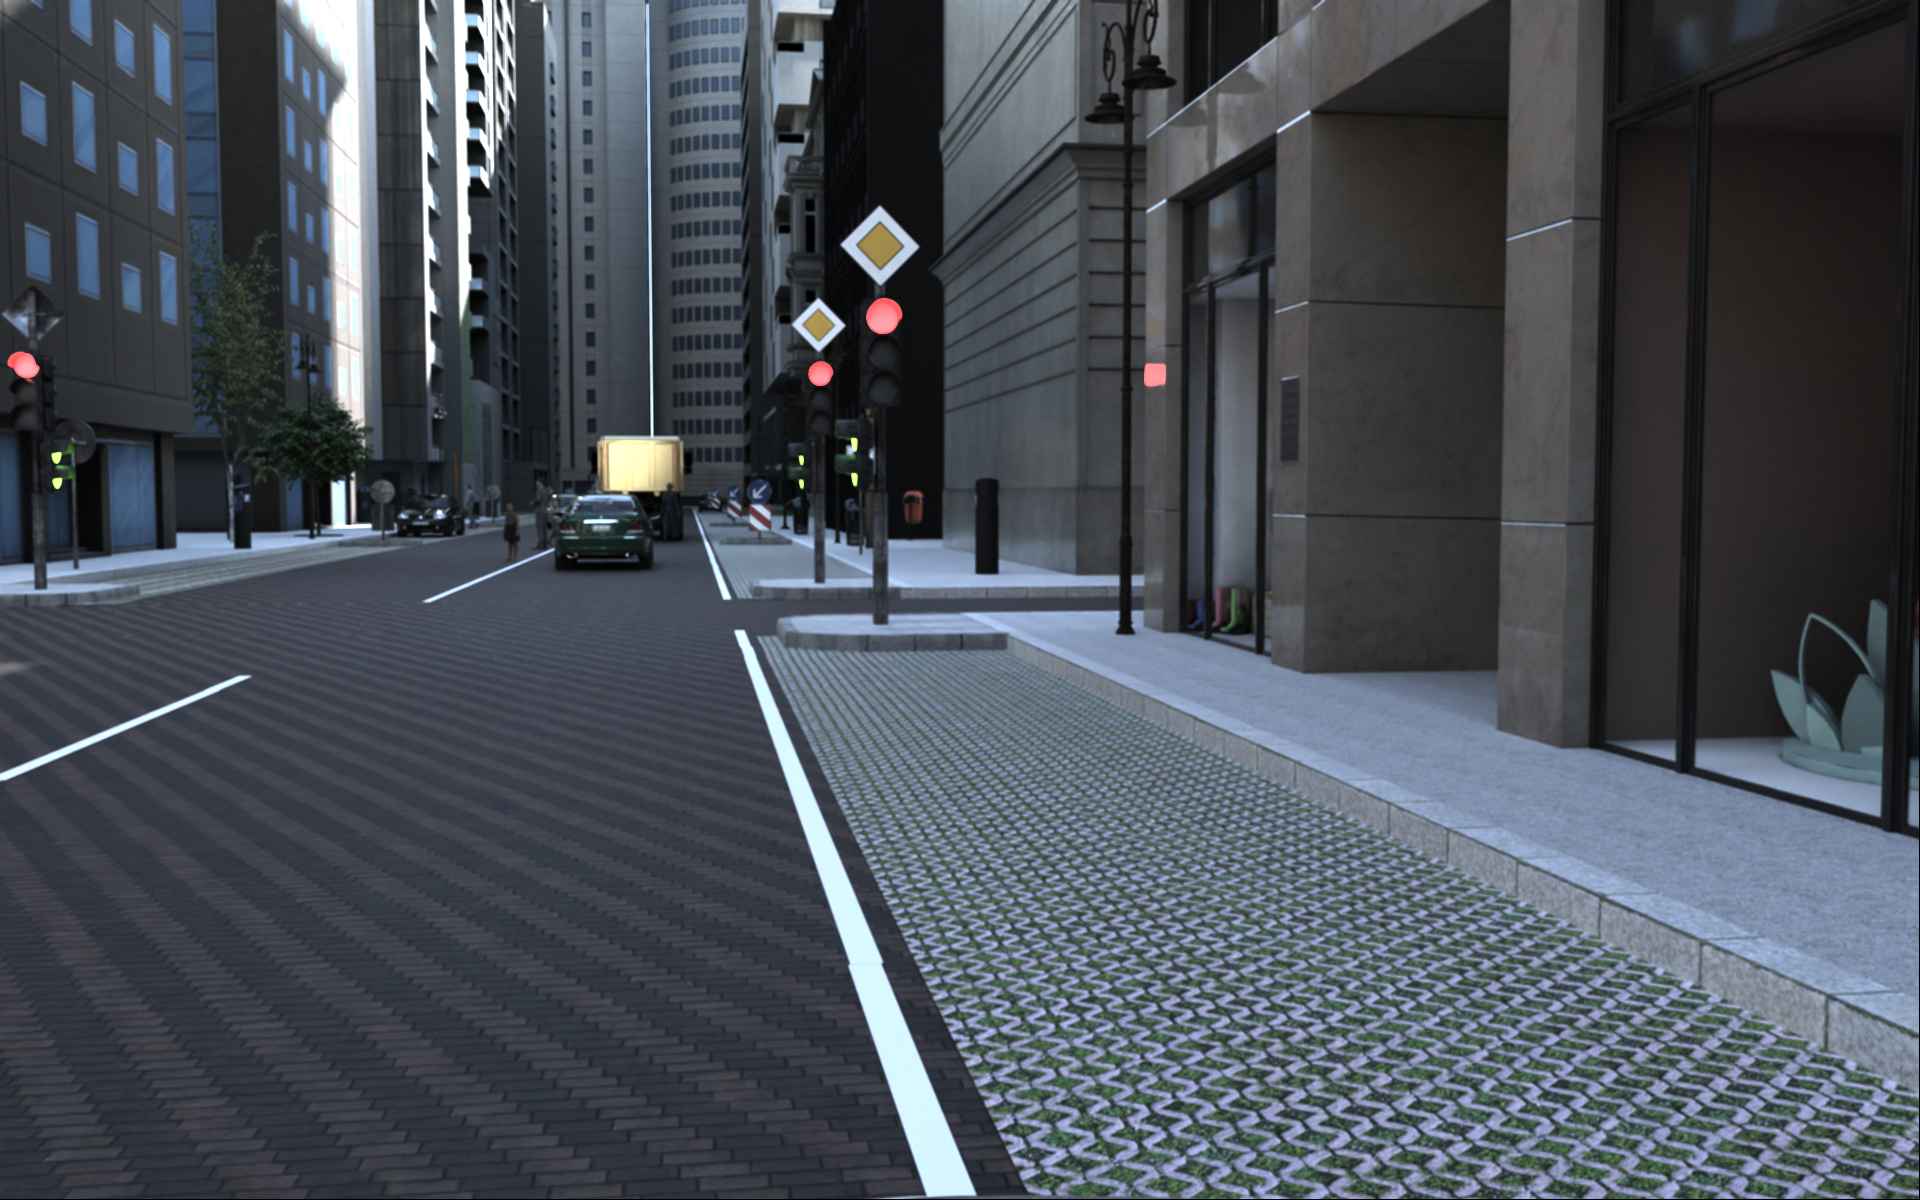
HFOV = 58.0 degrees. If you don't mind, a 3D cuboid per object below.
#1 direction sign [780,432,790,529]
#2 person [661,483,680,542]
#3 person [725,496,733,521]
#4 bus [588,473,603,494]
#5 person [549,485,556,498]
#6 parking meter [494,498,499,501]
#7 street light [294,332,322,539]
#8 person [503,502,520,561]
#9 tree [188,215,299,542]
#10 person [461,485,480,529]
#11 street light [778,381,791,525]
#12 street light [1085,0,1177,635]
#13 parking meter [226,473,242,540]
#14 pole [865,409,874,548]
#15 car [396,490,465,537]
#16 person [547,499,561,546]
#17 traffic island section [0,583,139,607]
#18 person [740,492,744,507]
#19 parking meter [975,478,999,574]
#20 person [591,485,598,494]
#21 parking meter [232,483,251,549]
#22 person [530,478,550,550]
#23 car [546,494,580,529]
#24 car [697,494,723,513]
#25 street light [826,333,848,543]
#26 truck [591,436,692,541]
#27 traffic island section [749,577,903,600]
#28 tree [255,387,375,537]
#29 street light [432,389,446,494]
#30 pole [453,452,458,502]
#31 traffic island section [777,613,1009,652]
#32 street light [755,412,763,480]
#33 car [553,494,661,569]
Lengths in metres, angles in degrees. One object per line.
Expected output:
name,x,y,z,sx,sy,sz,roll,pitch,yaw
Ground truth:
direction sign,-6.417,-4.373,63.504,0.379,3.537,0.876,-1,4,-20
person,-8.633,-2.612,51.630,0.576,1.772,0.534,0,4,-7
person,-12.328,-5.133,92.990,0.524,1.755,0.480,-1,4,-20
bus,-26.266,-8.541,131.195,2.896,3.916,12.252,0,4,-8
person,-19.283,-4.497,81.807,0.755,1.850,0.659,-1,4,-21
parking meter,-25.027,-5.189,93.247,0.372,1.533,0.369,0,3,0
street light,-18.622,-4.697,49.591,0.468,5.910,1.993,-1,4,-9
person,-9.579,-1.456,36.978,0.362,1.253,0.373,2,4,24
tree,-19.315,-5.815,45.440,4.737,8.622,4.395,0,3,0
person,-20.136,-3.822,71.104,0.853,1.813,0.709,0,4,-8
street light,-7.176,-5.998,70.848,0.468,5.910,1.993,-1,4,-9
street light,1.516,-2.625,15.703,0.468,5.910,1.993,-1,4,-9
parking meter,-20.389,-2.626,48.649,0.255,1.863,0.399,1,4,19
pole,-2.127,-2.873,40.824,0.158,3.312,0.155,0,3,0
car,-17.823,-2.972,58.383,2.009,1.686,4.222,0,4,-7
person,-11.118,-2.130,47.601,0.640,1.303,0.475,1,4,20
traffic island section,-12.416,-0.066,23.363,2.009,0.180,2.903,-1,4,-9
person,-22.195,-10.364,178.675,1.217,1.735,0.721,1,4,20
parking meter,0.434,-1.188,27.835,0.372,1.533,0.369,0,3,0
person,-14.396,-3.610,67.918,0.834,1.777,0.661,-2,4,-32
parking meter,-16.888,-1.977,40.737,0.372,1.533,0.369,0,3,0
person,-10.904,-2.234,44.826,0.447,1.846,0.655,1,4,11
car,-16.585,-3.753,73.159,2.131,1.459,4.920,-1,4,-10
car,-18.871,-7.401,130.800,2.009,1.686,4.222,-1,4,-10
street light,-3.207,-4.430,45.216,0.468,5.910,1.993,-1,4,-9
truck,-10.434,-3.722,56.781,3.469,3.379,9.791,-1,4,-10
traffic island section,-2.001,-0.166,24.990,2.009,0.180,2.903,-1,4,-9
tree,-19.705,-4.236,52.968,4.285,4.588,4.351,0,3,0
street light,-22.786,-6.309,75.946,0.468,5.910,1.993,-1,4,-9
pole,-24.387,-5.499,83.749,0.158,3.312,0.155,0,3,0
traffic island section,-0.761,0.317,17.101,2.009,0.180,2.903,-1,4,-9
street light,-11.362,-7.655,97.940,0.468,5.910,1.993,-1,4,-9
car,-7.041,-1.387,34.471,2.131,1.459,4.920,-1,4,-9
